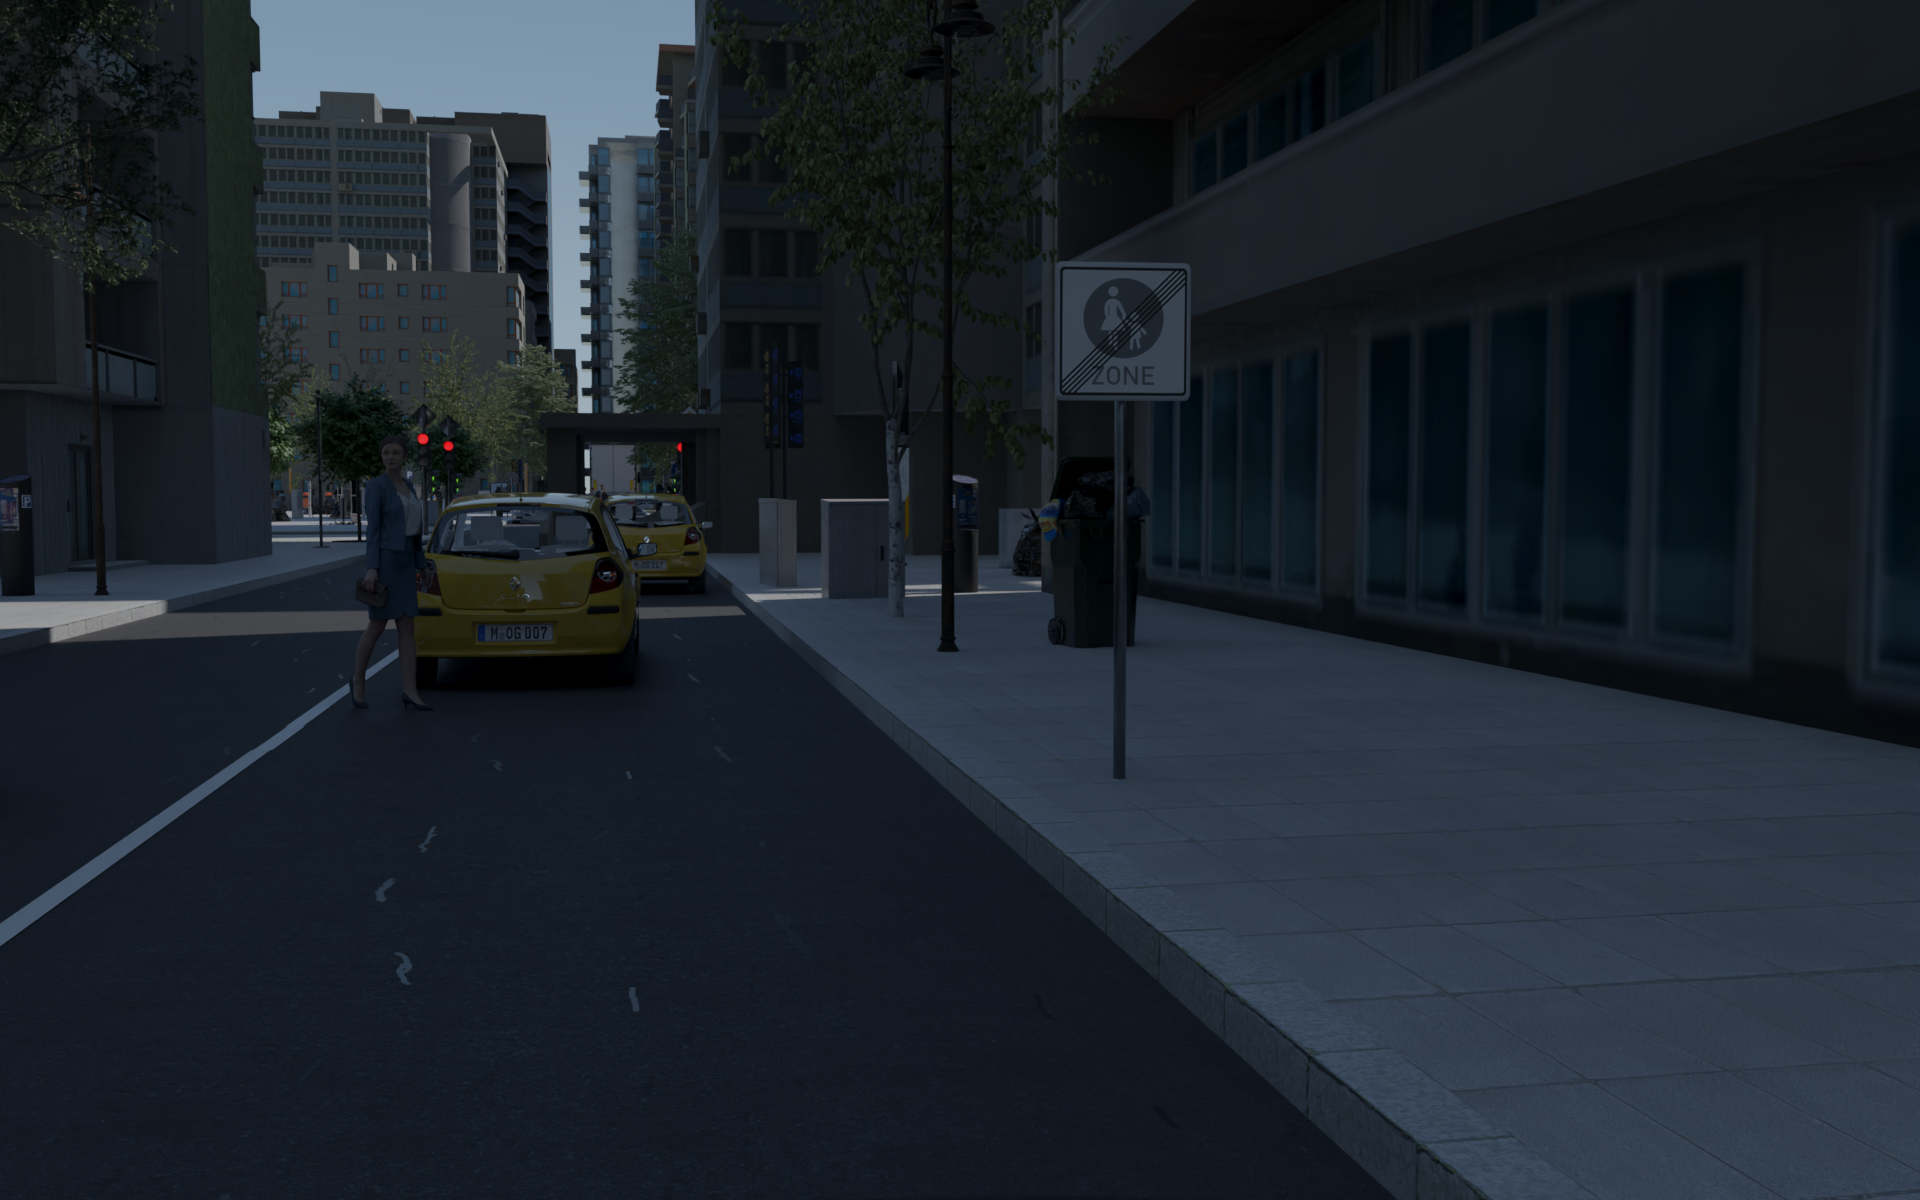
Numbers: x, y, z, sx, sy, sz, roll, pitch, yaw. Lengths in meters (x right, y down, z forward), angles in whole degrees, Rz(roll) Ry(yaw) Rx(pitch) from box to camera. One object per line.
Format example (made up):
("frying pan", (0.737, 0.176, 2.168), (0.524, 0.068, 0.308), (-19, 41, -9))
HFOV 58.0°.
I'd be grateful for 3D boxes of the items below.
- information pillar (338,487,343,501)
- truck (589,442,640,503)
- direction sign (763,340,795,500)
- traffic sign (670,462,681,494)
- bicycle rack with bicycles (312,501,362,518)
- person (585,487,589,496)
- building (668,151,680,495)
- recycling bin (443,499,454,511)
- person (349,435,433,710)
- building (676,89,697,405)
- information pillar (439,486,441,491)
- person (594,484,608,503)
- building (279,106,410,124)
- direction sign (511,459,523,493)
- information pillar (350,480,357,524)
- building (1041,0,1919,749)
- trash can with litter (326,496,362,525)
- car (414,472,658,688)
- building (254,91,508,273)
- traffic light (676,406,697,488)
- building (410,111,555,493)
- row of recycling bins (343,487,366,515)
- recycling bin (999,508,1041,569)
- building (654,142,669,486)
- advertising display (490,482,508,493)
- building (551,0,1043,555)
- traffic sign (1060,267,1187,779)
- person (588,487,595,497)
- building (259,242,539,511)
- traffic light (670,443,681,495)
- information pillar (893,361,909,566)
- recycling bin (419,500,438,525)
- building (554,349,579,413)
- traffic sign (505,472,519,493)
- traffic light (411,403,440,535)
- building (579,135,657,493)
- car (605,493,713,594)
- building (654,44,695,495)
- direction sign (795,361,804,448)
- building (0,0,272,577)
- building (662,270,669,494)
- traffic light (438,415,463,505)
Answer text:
("information pillar", (-45.139, -7.442, 126.162), (0.304, 2.012, 0.304), (0, 4, -7))
("truck", (-19.296, -6.597, 96.776), (2.839, 4.237, 11.283), (-1, 4, -11))
("direction sign", (-2.820, -2.078, 25.971), (0.379, 3.537, 0.876), (-1, 4, -20))
("traffic sign", (-10.900, -4.127, 67.589), (0.768, 2.556, 0.104), (0, 4, -8))
("bicycle rack with bicycles", (-33.249, -4.875, 93.087), (2.852, 0.926, 2.925), (2, 4, 32))
("person", (-15.415, -3.843, 72.002), (0.598, 1.740, 0.731), (1, 4, 18))
("building", (-17.422, -23.055, 148.653), (14.160, 30.474, 14.107), (-1, 4, -11))
("recycling bin", (-25.523, -4.542, 86.821), (0.722, 1.027, 0.722), (-2, 4, -23))
("person", (-3.796, -0.184, 11.540), (0.654, 1.822, 0.581), (3, 4, 37))
("building", (-13.257, -21.804, 128.191), (14.160, 30.474, 14.107), (-1, 4, -11))
("information pillar", (-26.872, -5.172, 89.047), (0.304, 2.012, 0.304), (-2, 4, -26))
("person", (-17.347, -4.641, 83.738), (0.474, 1.900, 0.648), (3, 4, 39))
("building", (-68.625, -33.435, 196.779), (14.200, 45.320, 14.600), (-1, 4, -11))
("direction sign", (-29.063, -7.441, 113.665), (0.379, 3.537, 0.876), (3, 4, 37))
("information pillar", (-26.066, -4.284, 74.543), (0.304, 2.012, 0.304), (-1, 4, -23))
("building", (13.526, -23.813, 13.051), (21.300, 48.544, 21.600), (-1, 4, -11))
("trash can with litter", (-25.963, -3.766, 72.624), (1.678, 1.210, 2.233), (-1, 4, -20))
("car", (-3.522, -0.251, 14.322), (2.015, 1.641, 3.980), (-1, 4, -10))
("building", (-58.208, -29.375, 172.161), (32.217, 40.220, 23.993), (-1, 4, -11))
("traffic light", (-8.631, -4.059, 55.290), (0.839, 4.253, 0.868), (-1, 4, -11))
("building", (-54.389, -33.603, 199.522), (14.200, 45.320, 14.600), (-1, 4, -11))
("row of recycling bins", (-37.542, -6.240, 109.140), (1.069, 1.692, 3.534), (1, 4, 16))
("recycling bin", (1.098, -1.072, 30.075), (0.722, 1.027, 0.722), (-1, 4, -12))
("building", (-28.954, -31.891, 205.019), (14.154, 41.232, 14.086), (-1, 4, -11))
("advertising display", (-25.234, -5.483, 94.863), (0.974, 1.923, 0.123), (-2, 4, -27))
("building", (5.901, -21.535, 43.975), (32.217, 40.220, 23.993), (-1, 4, -11))
("traffic sign", (0.718, -0.343, 7.746), (0.606, 2.300, 0.079), (0, 4, -7))
("person", (-19.070, -4.921, 89.305), (0.599, 1.781, 0.374), (0, 4, -5))
("building", (-50.825, -18.485, 147.274), (27.650, 21.520, 28.899), (-1, 4, -11))
("traffic light", (-10.158, -4.539, 63.128), (0.839, 4.253, 0.868), (-1, 4, -11))
("information pillar", (-1.059, -2.418, 30.887), (0.183, 3.616, 0.504), (2, 4, 25))
("recycling bin", (-21.899, -3.575, 71.013), (0.722, 1.027, 0.722), (2, 4, 31))
("building", (-65.451, -23.479, 228.919), (28.899, 21.520, 27.650), (-1, 4, -11))
("traffic sign", (-25.290, -5.974, 97.776), (0.768, 2.556, 0.104), (0, 4, -5))
("traffic light", (-16.590, -3.964, 53.729), (0.839, 4.253, 0.868), (-1, 4, -11))
("building", (-35.231, -37.480, 232.412), (30.456, 49.044, 23.786), (-1, 4, -11))
("car", (-4.737, -0.978, 26.210), (2.015, 1.641, 3.980), (-1, 4, -10))
("building", (-18.518, -31.535, 170.229), (22.147, 44.769, 28.867), (-1, 4, -11))
("direction sign", (-3.008, -2.308, 29.726), (0.876, 3.537, 0.379), (3, 4, 37))
("building", (-20.148, -21.027, 27.391), (14.154, 41.232, 14.086), (-1, 4, -11))
("building", (-25.803, -25.651, 191.101), (14.160, 30.474, 14.107), (-1, 4, -11))
("traffic light", (-18.117, -4.443, 61.567), (0.839, 4.253, 0.868), (-1, 4, -11))
